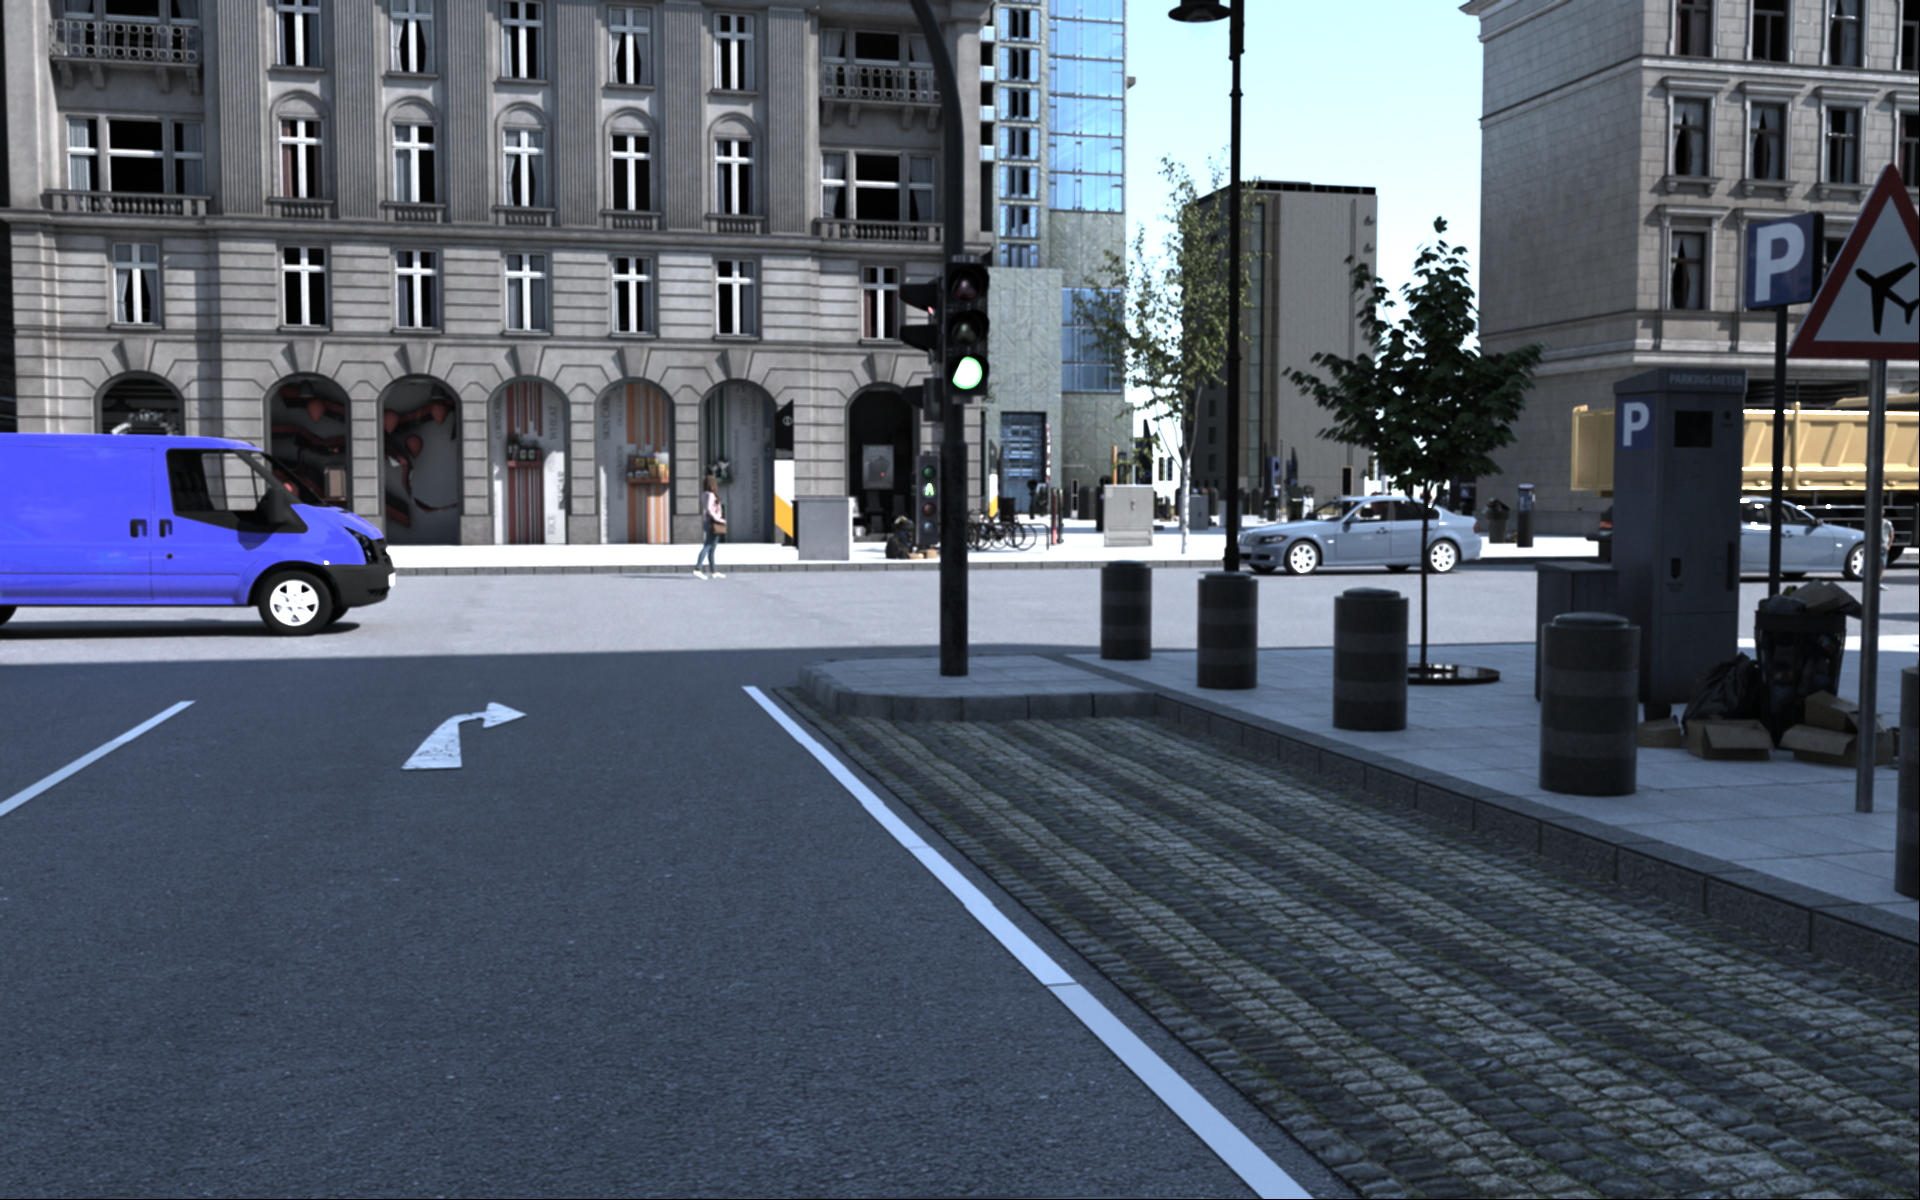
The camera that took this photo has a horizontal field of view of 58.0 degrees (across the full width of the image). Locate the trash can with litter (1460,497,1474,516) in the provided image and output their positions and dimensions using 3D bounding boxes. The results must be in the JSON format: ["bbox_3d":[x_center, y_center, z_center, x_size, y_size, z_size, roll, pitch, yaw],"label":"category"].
[{"bbox_3d":[20.317,-3.567,69.713,0.624,1.170,1.055,0,4,4],"label":"trash can with litter"}]

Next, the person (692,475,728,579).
[{"bbox_3d":[-4.278,-1.243,29.413,0.643,1.750,0.593,-2,4,-23],"label":"person"}]

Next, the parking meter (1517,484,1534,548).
[{"bbox_3d":[13.562,-2.025,41.525,0.372,1.533,0.369,0,3,0],"label":"parking meter"}]

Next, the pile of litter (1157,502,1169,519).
[{"bbox_3d":[10.607,-4.574,88.750,1.719,0.858,1.176,-2,4,-25],"label":"pile of litter"}]

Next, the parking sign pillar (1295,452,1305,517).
[{"bbox_3d":[18.883,-6.728,98.476,1.447,3.967,1.447,0,4,1],"label":"parking sign pillar"}]

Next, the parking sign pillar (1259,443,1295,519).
[{"bbox_3d":[16.441,-6.270,90.992,1.447,3.967,1.447,3,4,38],"label":"parking sign pillar"}]

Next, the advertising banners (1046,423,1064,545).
[{"bbox_3d":[2.371,-2.895,43.515,0.090,3.025,2.074,1,4,15],"label":"advertising banners"}]

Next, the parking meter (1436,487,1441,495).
[{"bbox_3d":[29.093,-6.075,105.042,0.399,1.863,0.255,-2,4,-34],"label":"parking meter"}]

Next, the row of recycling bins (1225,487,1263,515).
[{"bbox_3d":[17.687,-6.000,105.209,3.534,1.692,1.069,1,4,21],"label":"row of recycling bins"}]

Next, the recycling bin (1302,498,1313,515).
[{"bbox_3d":[21.232,-5.754,106.627,0.722,1.027,0.722,-2,4,-25],"label":"recycling bin"}]

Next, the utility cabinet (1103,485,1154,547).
[{"bbox_3d":[4.060,-2.021,41.717,1.173,1.500,0.318,0,4,-3],"label":"utility cabinet"}]

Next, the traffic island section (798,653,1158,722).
[{"bbox_3d":[-0.032,0.610,12.305,2.009,0.180,2.903,-1,4,-13],"label":"traffic island section"}]

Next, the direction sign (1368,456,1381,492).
[{"bbox_3d":[24.711,-6.786,102.951,0.876,3.537,0.379,0,4,3],"label":"direction sign"}]

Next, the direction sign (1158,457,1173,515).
[{"bbox_3d":[12.465,-6.915,105.064,0.876,3.537,0.379,0,4,4],"label":"direction sign"}]

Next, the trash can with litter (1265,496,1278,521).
[{"bbox_3d":[14.596,-4.272,81.226,0.624,1.170,1.055,1,4,13],"label":"trash can with litter"}]

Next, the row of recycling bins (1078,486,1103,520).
[{"bbox_3d":[7.465,-4.777,85.222,3.534,1.692,1.069,-2,4,-24],"label":"row of recycling bins"}]

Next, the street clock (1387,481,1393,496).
[{"bbox_3d":[23.521,-5.521,94.842,0.358,2.002,0.471,1,4,8],"label":"street clock"}]

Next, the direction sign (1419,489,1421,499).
[{"bbox_3d":[28.923,-7.148,108.873,0.379,3.537,0.876,0,4,2],"label":"direction sign"}]

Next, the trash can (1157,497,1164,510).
[{"bbox_3d":[10.486,-4.908,91.899,0.748,1.137,0.748,0,3,0],"label":"trash can"}]

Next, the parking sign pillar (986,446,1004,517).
[{"bbox_3d":[2.129,-6.567,95.837,1.447,3.967,1.447,1,4,9],"label":"parking sign pillar"}]

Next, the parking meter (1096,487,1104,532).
[{"bbox_3d":[4.828,-3.099,59.087,0.372,1.533,0.369,0,3,0],"label":"parking meter"}]

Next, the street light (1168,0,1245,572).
[{"bbox_3d":[1.929,-2.408,12.163,0.468,5.910,1.993,-1,4,-13],"label":"street light"}]

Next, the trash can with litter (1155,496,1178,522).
[{"bbox_3d":[9.841,-4.226,80.146,1.678,1.210,2.233,2,4,26],"label":"trash can with litter"}]

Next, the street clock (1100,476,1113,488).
[{"bbox_3d":[5.704,-3.856,67.615,0.471,2.002,0.358,3,5,41],"label":"street clock"}]

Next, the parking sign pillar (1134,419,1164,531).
[{"bbox_3d":[6.521,-4.460,61.388,1.447,3.967,1.447,0,4,-3],"label":"parking sign pillar"}]

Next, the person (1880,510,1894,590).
[{"bbox_3d":[13.759,-0.778,25.896,0.352,1.250,0.332,-2,4,-35],"label":"person"}]

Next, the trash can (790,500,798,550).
[{"bbox_3d":[-3.563,-1.737,40.055,0.748,1.137,0.748,0,3,0],"label":"trash can"}]

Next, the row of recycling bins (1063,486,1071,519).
[{"bbox_3d":[5.867,-5.183,91.848,1.069,1.692,3.534,0,4,3],"label":"row of recycling bins"}]

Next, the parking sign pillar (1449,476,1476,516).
[{"bbox_3d":[29.044,-6.793,99.542,1.447,3.967,1.447,-1,4,-16],"label":"parking sign pillar"}]

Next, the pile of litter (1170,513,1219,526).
[{"bbox_3d":[9.500,-3.374,69.126,1.719,0.858,1.176,2,4,27],"label":"pile of litter"}]

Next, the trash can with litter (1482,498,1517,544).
[{"bbox_3d":[14.156,-2.056,45.007,1.055,1.170,0.624,-1,4,-19],"label":"trash can with litter"}]

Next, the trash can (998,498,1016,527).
[{"bbox_3d":[1.849,-3.436,67.825,0.748,1.137,0.748,0,3,0],"label":"trash can"}]

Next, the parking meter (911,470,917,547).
[{"bbox_3d":[-1.026,-2.211,41.866,0.255,1.863,0.399,1,4,16],"label":"parking meter"}]

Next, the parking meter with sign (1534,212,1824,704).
[{"bbox_3d":[4.433,-0.886,10.754,1.738,3.016,0.543,-1,4,-20],"label":"parking meter with sign"}]

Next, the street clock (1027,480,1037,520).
[{"bbox_3d":[3.609,-5.012,86.511,0.471,2.002,0.358,-2,4,-33],"label":"street clock"}]

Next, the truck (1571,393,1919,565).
[{"bbox_3d":[16.867,-2.307,33.650,9.791,3.379,3.469,-1,4,-13],"label":"truck"}]

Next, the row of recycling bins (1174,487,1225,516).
[{"bbox_3d":[13.667,-5.704,100.367,3.534,1.692,1.069,-3,5,-44],"label":"row of recycling bins"}]

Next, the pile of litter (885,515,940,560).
[{"bbox_3d":[-0.868,-1.260,34.570,1.176,0.858,1.719,2,4,33],"label":"pile of litter"}]

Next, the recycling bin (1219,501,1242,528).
[{"bbox_3d":[10.406,-3.311,66.694,0.722,1.027,0.722,-1,4,-10],"label":"recycling bin"}]

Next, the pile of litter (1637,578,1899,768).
[{"bbox_3d":[4.093,0.331,8.554,1.176,0.858,1.719,-2,4,-29],"label":"pile of litter"}]

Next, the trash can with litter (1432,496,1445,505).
[{"bbox_3d":[26.890,-5.216,96.665,1.055,1.170,0.624,-2,4,-34],"label":"trash can with litter"}]

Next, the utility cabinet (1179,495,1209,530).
[{"bbox_3d":[8.350,-3.101,61.870,1.020,1.237,0.306,-1,4,-9],"label":"utility cabinet"}]
